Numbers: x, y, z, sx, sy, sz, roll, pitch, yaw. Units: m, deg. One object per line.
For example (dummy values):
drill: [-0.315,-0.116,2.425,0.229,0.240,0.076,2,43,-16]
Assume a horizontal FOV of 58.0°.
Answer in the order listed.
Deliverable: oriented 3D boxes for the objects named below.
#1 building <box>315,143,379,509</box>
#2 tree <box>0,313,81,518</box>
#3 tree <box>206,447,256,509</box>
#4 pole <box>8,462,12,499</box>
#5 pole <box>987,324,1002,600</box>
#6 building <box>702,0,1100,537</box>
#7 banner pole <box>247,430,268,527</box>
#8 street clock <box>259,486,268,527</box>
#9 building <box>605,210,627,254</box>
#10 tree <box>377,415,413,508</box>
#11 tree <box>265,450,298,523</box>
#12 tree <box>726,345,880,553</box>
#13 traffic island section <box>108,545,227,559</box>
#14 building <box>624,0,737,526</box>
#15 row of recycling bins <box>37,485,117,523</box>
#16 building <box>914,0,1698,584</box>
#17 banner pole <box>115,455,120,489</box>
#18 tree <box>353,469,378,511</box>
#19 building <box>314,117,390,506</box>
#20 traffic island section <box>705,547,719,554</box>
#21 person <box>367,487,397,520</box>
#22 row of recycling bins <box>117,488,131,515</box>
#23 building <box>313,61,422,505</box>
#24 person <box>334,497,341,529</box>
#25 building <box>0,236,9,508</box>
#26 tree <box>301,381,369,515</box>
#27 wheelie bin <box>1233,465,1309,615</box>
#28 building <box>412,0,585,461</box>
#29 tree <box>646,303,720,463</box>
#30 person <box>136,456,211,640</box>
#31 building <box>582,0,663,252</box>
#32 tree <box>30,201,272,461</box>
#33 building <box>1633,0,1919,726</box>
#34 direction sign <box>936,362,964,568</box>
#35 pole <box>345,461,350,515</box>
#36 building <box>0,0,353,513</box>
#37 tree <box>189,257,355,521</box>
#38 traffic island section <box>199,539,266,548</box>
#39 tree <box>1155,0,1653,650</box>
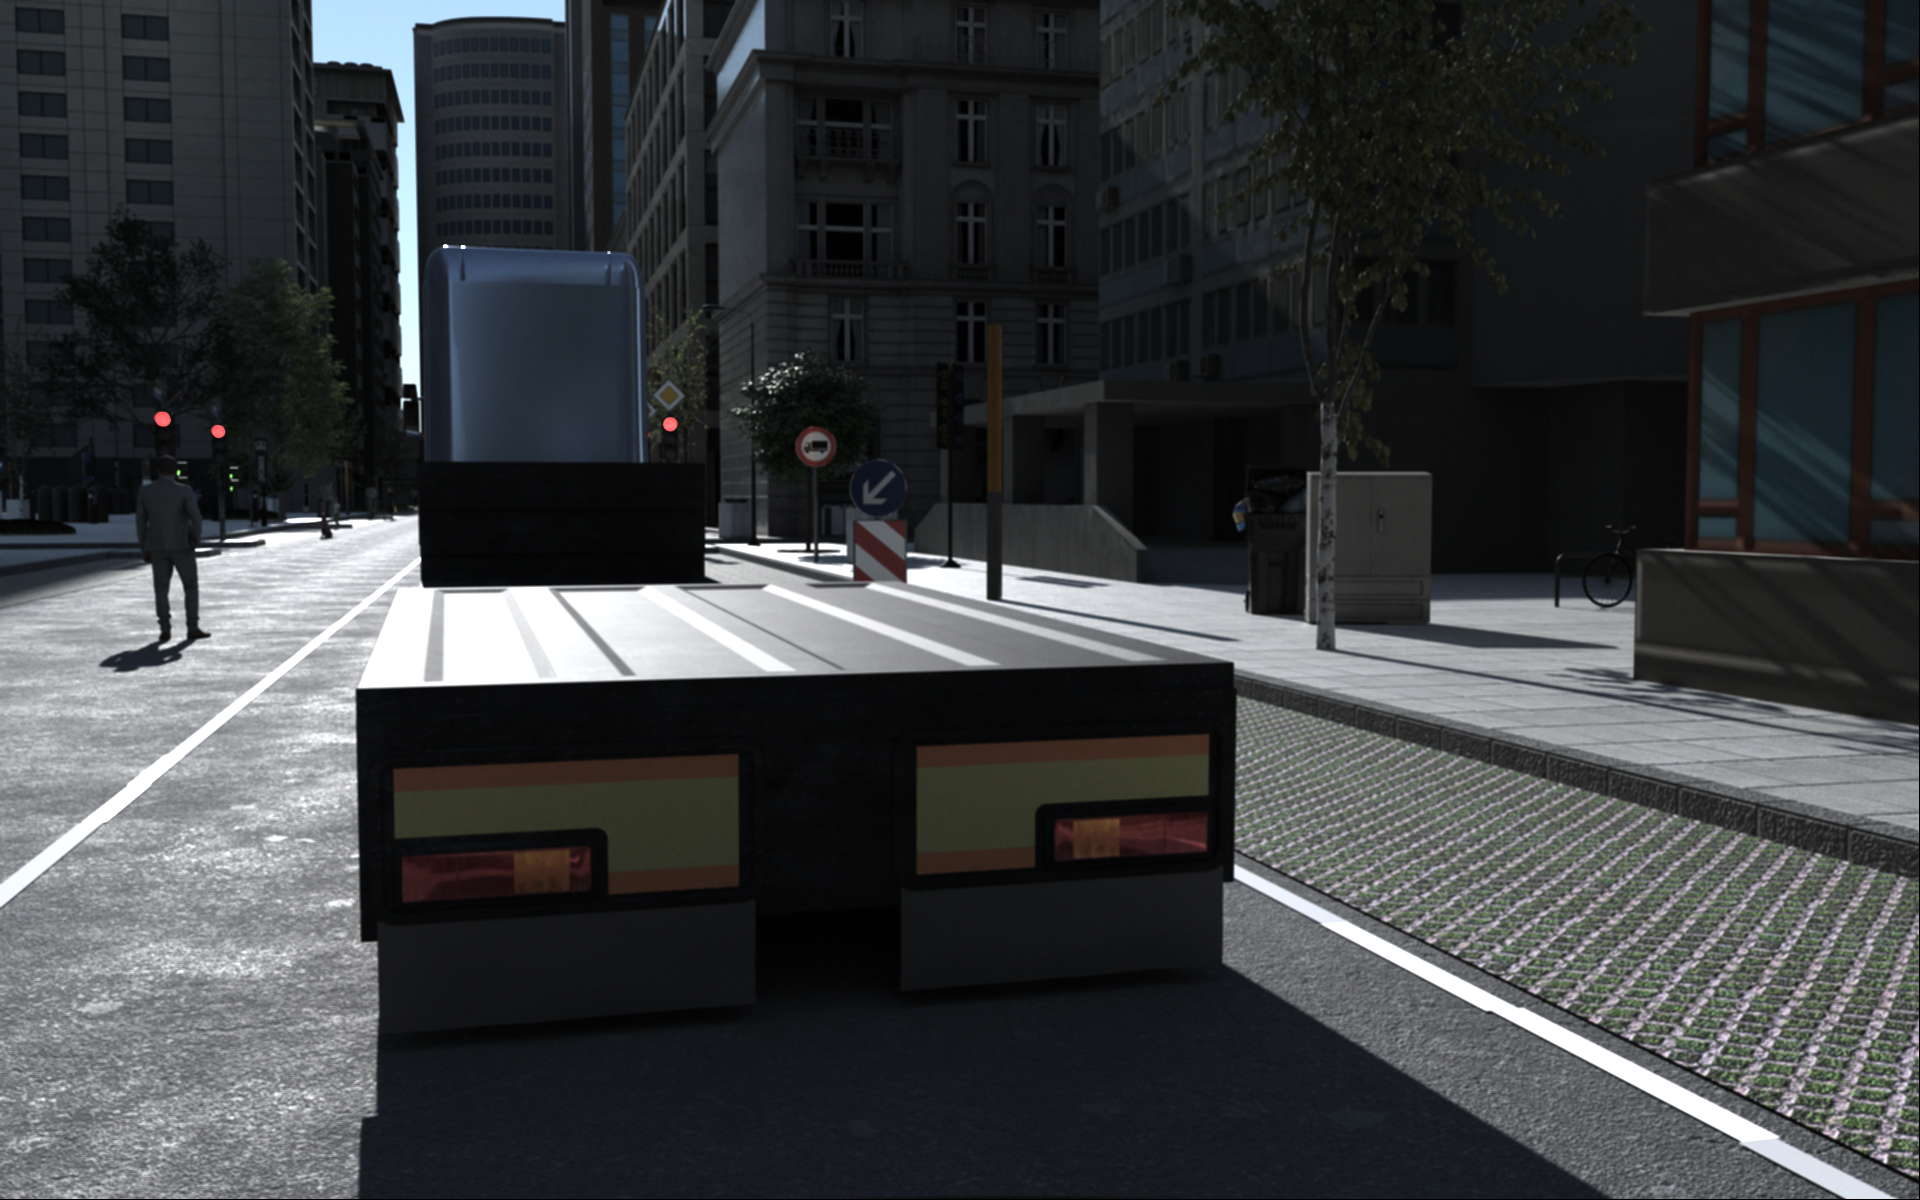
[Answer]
building: [-56.623,-22.796,144.417,14.160,30.474,14.107,-1,4,-15]
tree: [-38.507,-7.393,71.241,4.360,8.622,3.978,0,3,0]
tree: [-45.992,-7.711,109.791,4.285,4.588,4.351,0,3,0]
pole: [-60.706,-7.150,110.746,0.158,3.312,0.155,0,3,0]
pole: [0.419,-1.659,20.968,0.158,3.312,0.155,0,3,0]
building: [3.888,-13.349,60.063,24.055,21.916,13.314,-1,4,-15]
banner pole: [-27.440,-4.747,67.629,0.863,3.779,0.401,-2,4,-26]
street clock: [-27.513,-3.907,68.445,0.358,2.002,0.471,-1,4,-11]
building: [-17.078,-17.035,114.675,11.583,22.565,21.152,-1,4,-15]
tree: [-52.024,-12.733,158.551,4.737,8.622,4.395,0,3,0]
tree: [-30.516,-5.042,77.030,1.663,3.219,1.824,0,3,0]
tree: [-3.441,-3.336,38.263,4.285,4.588,4.351,0,3,0]
traffic island section: [-18.167,-1.067,39.724,2.009,0.180,2.903,-1,4,-15]
building: [-5.982,-17.348,88.158,19.350,26.468,34.151,-1,4,-15]
row of recycling bins: [-39.926,-4.330,77.910,3.534,1.692,1.069,1,4,14]
building: [16.337,-20.955,34.492,32.217,40.220,23.993,-1,4,-15]
banner pole: [-54.183,-7.427,111.448,0.401,3.779,0.863,0,4,-3]
tree: [-45.006,-8.387,131.730,1.663,3.219,1.824,0,3,0]
building: [-70.062,-29.399,172.562,23.993,40.220,32.217,-1,4,-15]
traffic island section: [-7.105,-1.245,42.640,2.009,0.180,2.903,-1,4,-15]
person: [-31.446,-5.237,94.342,1.509,1.804,0.699,0,4,0]
row of recycling bins: [-52.972,-6.138,107.469,1.069,1.692,3.534,1,4,19]
building: [-80.037,-38.016,210.792,27.495,52.752,28.713,-1,4,-15]
person: [-25.335,-3.530,70.456,0.306,1.304,0.590,0,4,7]
building: [-96.820,-31.536,170.233,28.867,44.769,22.147,-1,4,-15]
tree: [-39.226,-9.652,108.178,4.737,8.622,4.395,0,3,0]
wheelie bin: [3.431,-0.654,18.595,0.980,1.594,0.693,0,4,6]
building: [-51.994,-41.071,213.515,28.212,58.520,21.231,-1,4,-15]
tree: [-10.736,-7.069,65.940,4.360,8.622,3.978,0,3,0]
person: [-7.781,-0.520,17.095,0.635,1.810,0.391,-1,4,-16]
building: [-23.657,-30.169,143.374,14.600,45.320,14.200,-1,4,-15]
tree: [-26.222,-7.446,56.163,7.601,10.594,8.767,-2,4,-30]
building: [21.723,-9.534,0.920,27.650,21.520,28.899,-1,4,-15]
direction sign: [-0.171,-2.338,30.228,0.379,3.537,0.876,2,4,31]
pole: [-37.275,-6.821,105.366,0.158,3.312,0.155,0,3,0]
building: [-55.723,-42.007,125.061,20.563,71.187,20.611,-1,4,-15]
tree: [-33.161,-10.124,83.658,7.486,12.596,7.792,0,3,0]
traffic island section: [-20.213,-1.539,47.443,2.009,0.180,2.903,-1,4,-15]
tree: [3.257,-3.895,14.045,4.737,8.622,4.395,0,3,0]
